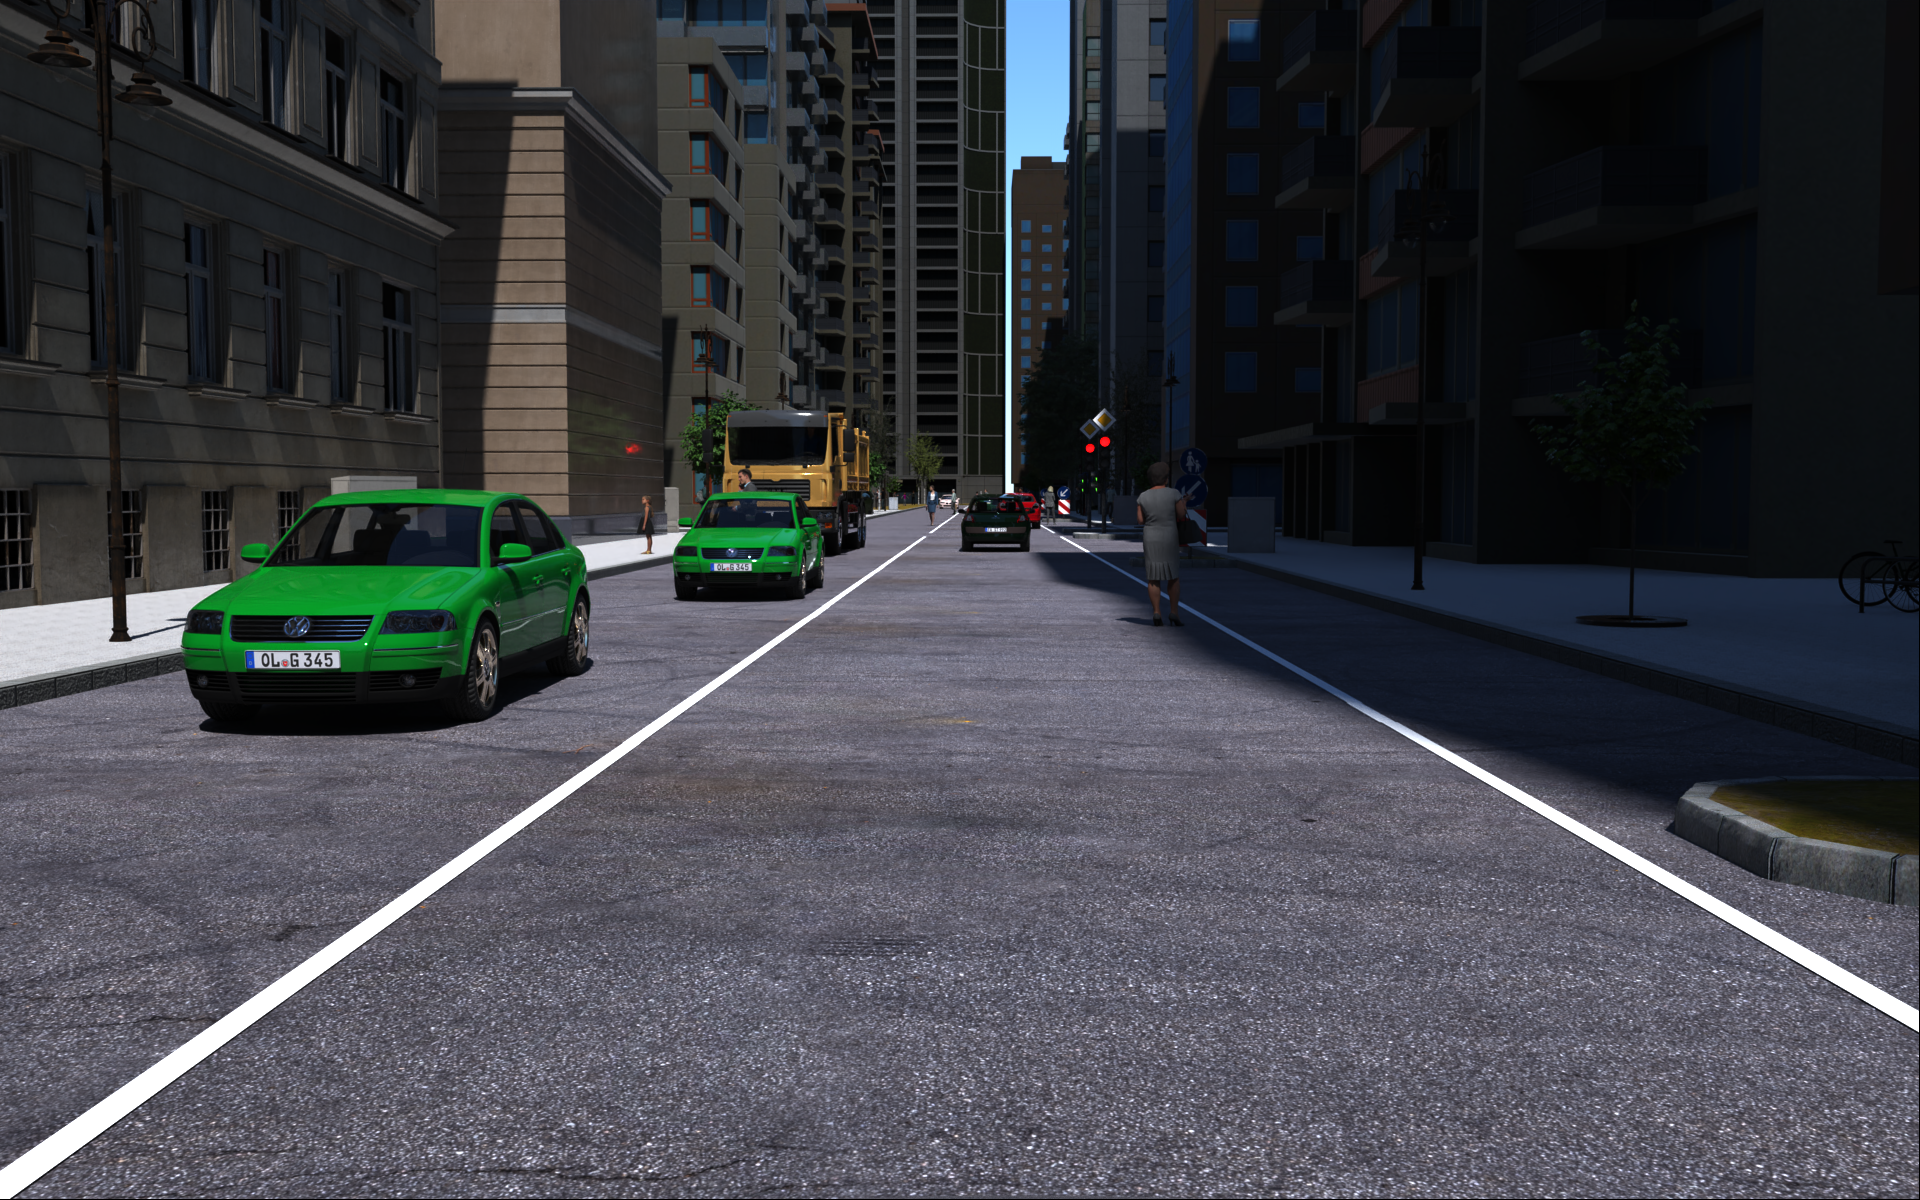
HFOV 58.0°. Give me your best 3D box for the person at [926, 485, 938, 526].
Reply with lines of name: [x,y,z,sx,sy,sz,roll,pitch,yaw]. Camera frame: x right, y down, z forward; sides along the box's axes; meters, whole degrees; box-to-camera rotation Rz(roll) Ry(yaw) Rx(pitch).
person: [-1.238,-4.270,78.338,0.581,1.822,0.654,1,4,16]

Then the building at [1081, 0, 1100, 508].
building: [17.195,-28.288,146.101,14.154,41.232,14.086,0,4,1]

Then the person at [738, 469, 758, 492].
person: [-3.530,-1.234,28.475,0.447,1.846,0.655,-1,4,-9]

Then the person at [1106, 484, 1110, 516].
person: [8.149,-5.477,95.619,0.654,1.822,0.581,-1,4,-16]

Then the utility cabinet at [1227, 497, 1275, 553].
utility cabinet: [6.367,-1.632,37.853,1.020,1.237,0.306,1,4,8]

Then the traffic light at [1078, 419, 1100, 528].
traffic light: [4.806,-4.623,64.500,0.839,4.253,0.868,0,4,1]

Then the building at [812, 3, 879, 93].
building: [-18.662,-30.535,153.865,22.147,44.769,28.867,0,4,1]

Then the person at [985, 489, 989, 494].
person: [1.998,-7.782,135.830,0.767,1.812,0.694,-1,4,-22]

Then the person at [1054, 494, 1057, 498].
person: [9.227,-10.466,177.123,1.348,1.831,0.705,0,4,-8]

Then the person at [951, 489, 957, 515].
person: [-0.385,-6.842,120.860,0.515,1.767,0.782,1,4,13]

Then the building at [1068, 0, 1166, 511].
building: [21.030,-38.241,167.247,21.231,58.520,28.212,0,4,1]

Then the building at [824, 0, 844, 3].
building: [-17.811,-45.229,177.741,20.563,71.187,20.611,0,4,1]

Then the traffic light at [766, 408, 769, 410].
traffic light: [-6.272,-4.143,56.660,0.839,4.253,0.868,0,4,1]

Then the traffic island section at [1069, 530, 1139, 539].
traffic island section: [4.728,-2.101,56.629,2.009,0.180,2.903,0,4,1]

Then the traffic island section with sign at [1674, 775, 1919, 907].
traffic island section with sign: [4.002,0.111,6.813,1.989,1.847,2.006,0,4,1]

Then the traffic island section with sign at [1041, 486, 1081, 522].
traffic island section with sign: [5.219,-4.929,89.209,1.989,1.847,2.006,0,4,1]

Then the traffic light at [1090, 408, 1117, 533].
traffic light: [4.688,-4.134,56.516,0.839,4.253,0.868,0,4,1]

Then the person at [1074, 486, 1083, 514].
person: [7.796,-6.581,113.825,0.592,1.802,0.473,-2,4,-27]

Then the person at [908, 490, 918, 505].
person: [-5.391,-11.802,199.728,1.217,1.735,0.721,0,4,5]

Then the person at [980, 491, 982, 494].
person: [2.381,-10.948,188.227,0.721,1.736,1.217,-1,4,-20]

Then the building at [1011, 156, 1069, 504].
building: [14.064,-35.621,232.513,14.200,45.320,14.600,0,4,1]

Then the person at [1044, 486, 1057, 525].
person: [4.183,-4.396,80.558,0.537,1.800,0.526,2,4,27]

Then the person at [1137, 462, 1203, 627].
person: [2.292,-0.609,18.808,0.716,1.782,0.532,1,4,20]

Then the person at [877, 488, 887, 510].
person: [-6.341,-8.332,142.282,0.705,1.822,1.348,3,4,36]

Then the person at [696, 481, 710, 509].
person: [-9.652,-3.653,65.747,0.713,1.824,0.794,0,4,1]

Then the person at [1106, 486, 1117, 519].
person: [7.800,-5.023,88.657,0.782,1.767,0.515,2,4,26]

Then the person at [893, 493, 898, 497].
person: [-8.207,-12.955,220.845,0.750,1.759,0.617,-1,4,-10]

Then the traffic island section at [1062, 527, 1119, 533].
traffic island section: [4.845,-2.589,64.613,2.009,0.180,2.903,0,4,1]

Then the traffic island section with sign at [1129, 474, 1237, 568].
traffic island section with sign: [4.410,-1.588,34.584,1.989,1.847,2.006,0,4,1]

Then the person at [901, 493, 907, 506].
person: [-6.017,-11.041,189.782,0.991,1.433,0.599,-3,4,-37]

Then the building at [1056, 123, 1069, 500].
building: [23.205,-35.337,197.372,23.786,49.044,30.456,0,4,1]

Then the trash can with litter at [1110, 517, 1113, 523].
trash can with litter: [6.905,-3.983,76.511,0.624,1.170,1.055,-1,4,-17]

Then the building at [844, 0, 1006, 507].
building: [-4.066,-48.672,234.033,20.611,71.187,20.563,0,4,1]

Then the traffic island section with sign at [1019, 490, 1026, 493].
traffic island section with sign: [6.747,-11.319,193.686,1.989,1.847,2.006,0,4,1]

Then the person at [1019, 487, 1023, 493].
person: [3.577,-5.654,100.922,0.713,1.824,0.794,2,4,29]

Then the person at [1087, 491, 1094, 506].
person: [9.739,-7.667,131.389,0.794,1.824,0.713,-2,4,-30]

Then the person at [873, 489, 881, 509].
person: [-7.138,-8.701,149.099,0.445,1.727,0.742,2,4,31]

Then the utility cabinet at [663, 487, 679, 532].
utility cabinet: [-9.921,-2.985,57.478,1.173,1.500,0.318,-2,4,-34]

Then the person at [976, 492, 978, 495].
person: [2.223,-12.593,215.099,0.721,1.736,1.217,0,4,1]

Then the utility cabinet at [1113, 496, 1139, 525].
utility cabinet: [6.874,-3.703,71.706,1.020,1.237,0.306,1,4,10]

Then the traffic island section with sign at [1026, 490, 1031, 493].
traffic island section with sign: [5.609,-6.577,116.162,1.989,1.847,2.006,0,4,1]

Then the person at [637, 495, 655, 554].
person: [-6.686,-1.598,36.843,0.373,1.253,0.362,0,4,-2]

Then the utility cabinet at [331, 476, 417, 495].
utility cabinet: [-7.241,-0.781,21.448,0.318,1.500,1.173,2,4,24]
